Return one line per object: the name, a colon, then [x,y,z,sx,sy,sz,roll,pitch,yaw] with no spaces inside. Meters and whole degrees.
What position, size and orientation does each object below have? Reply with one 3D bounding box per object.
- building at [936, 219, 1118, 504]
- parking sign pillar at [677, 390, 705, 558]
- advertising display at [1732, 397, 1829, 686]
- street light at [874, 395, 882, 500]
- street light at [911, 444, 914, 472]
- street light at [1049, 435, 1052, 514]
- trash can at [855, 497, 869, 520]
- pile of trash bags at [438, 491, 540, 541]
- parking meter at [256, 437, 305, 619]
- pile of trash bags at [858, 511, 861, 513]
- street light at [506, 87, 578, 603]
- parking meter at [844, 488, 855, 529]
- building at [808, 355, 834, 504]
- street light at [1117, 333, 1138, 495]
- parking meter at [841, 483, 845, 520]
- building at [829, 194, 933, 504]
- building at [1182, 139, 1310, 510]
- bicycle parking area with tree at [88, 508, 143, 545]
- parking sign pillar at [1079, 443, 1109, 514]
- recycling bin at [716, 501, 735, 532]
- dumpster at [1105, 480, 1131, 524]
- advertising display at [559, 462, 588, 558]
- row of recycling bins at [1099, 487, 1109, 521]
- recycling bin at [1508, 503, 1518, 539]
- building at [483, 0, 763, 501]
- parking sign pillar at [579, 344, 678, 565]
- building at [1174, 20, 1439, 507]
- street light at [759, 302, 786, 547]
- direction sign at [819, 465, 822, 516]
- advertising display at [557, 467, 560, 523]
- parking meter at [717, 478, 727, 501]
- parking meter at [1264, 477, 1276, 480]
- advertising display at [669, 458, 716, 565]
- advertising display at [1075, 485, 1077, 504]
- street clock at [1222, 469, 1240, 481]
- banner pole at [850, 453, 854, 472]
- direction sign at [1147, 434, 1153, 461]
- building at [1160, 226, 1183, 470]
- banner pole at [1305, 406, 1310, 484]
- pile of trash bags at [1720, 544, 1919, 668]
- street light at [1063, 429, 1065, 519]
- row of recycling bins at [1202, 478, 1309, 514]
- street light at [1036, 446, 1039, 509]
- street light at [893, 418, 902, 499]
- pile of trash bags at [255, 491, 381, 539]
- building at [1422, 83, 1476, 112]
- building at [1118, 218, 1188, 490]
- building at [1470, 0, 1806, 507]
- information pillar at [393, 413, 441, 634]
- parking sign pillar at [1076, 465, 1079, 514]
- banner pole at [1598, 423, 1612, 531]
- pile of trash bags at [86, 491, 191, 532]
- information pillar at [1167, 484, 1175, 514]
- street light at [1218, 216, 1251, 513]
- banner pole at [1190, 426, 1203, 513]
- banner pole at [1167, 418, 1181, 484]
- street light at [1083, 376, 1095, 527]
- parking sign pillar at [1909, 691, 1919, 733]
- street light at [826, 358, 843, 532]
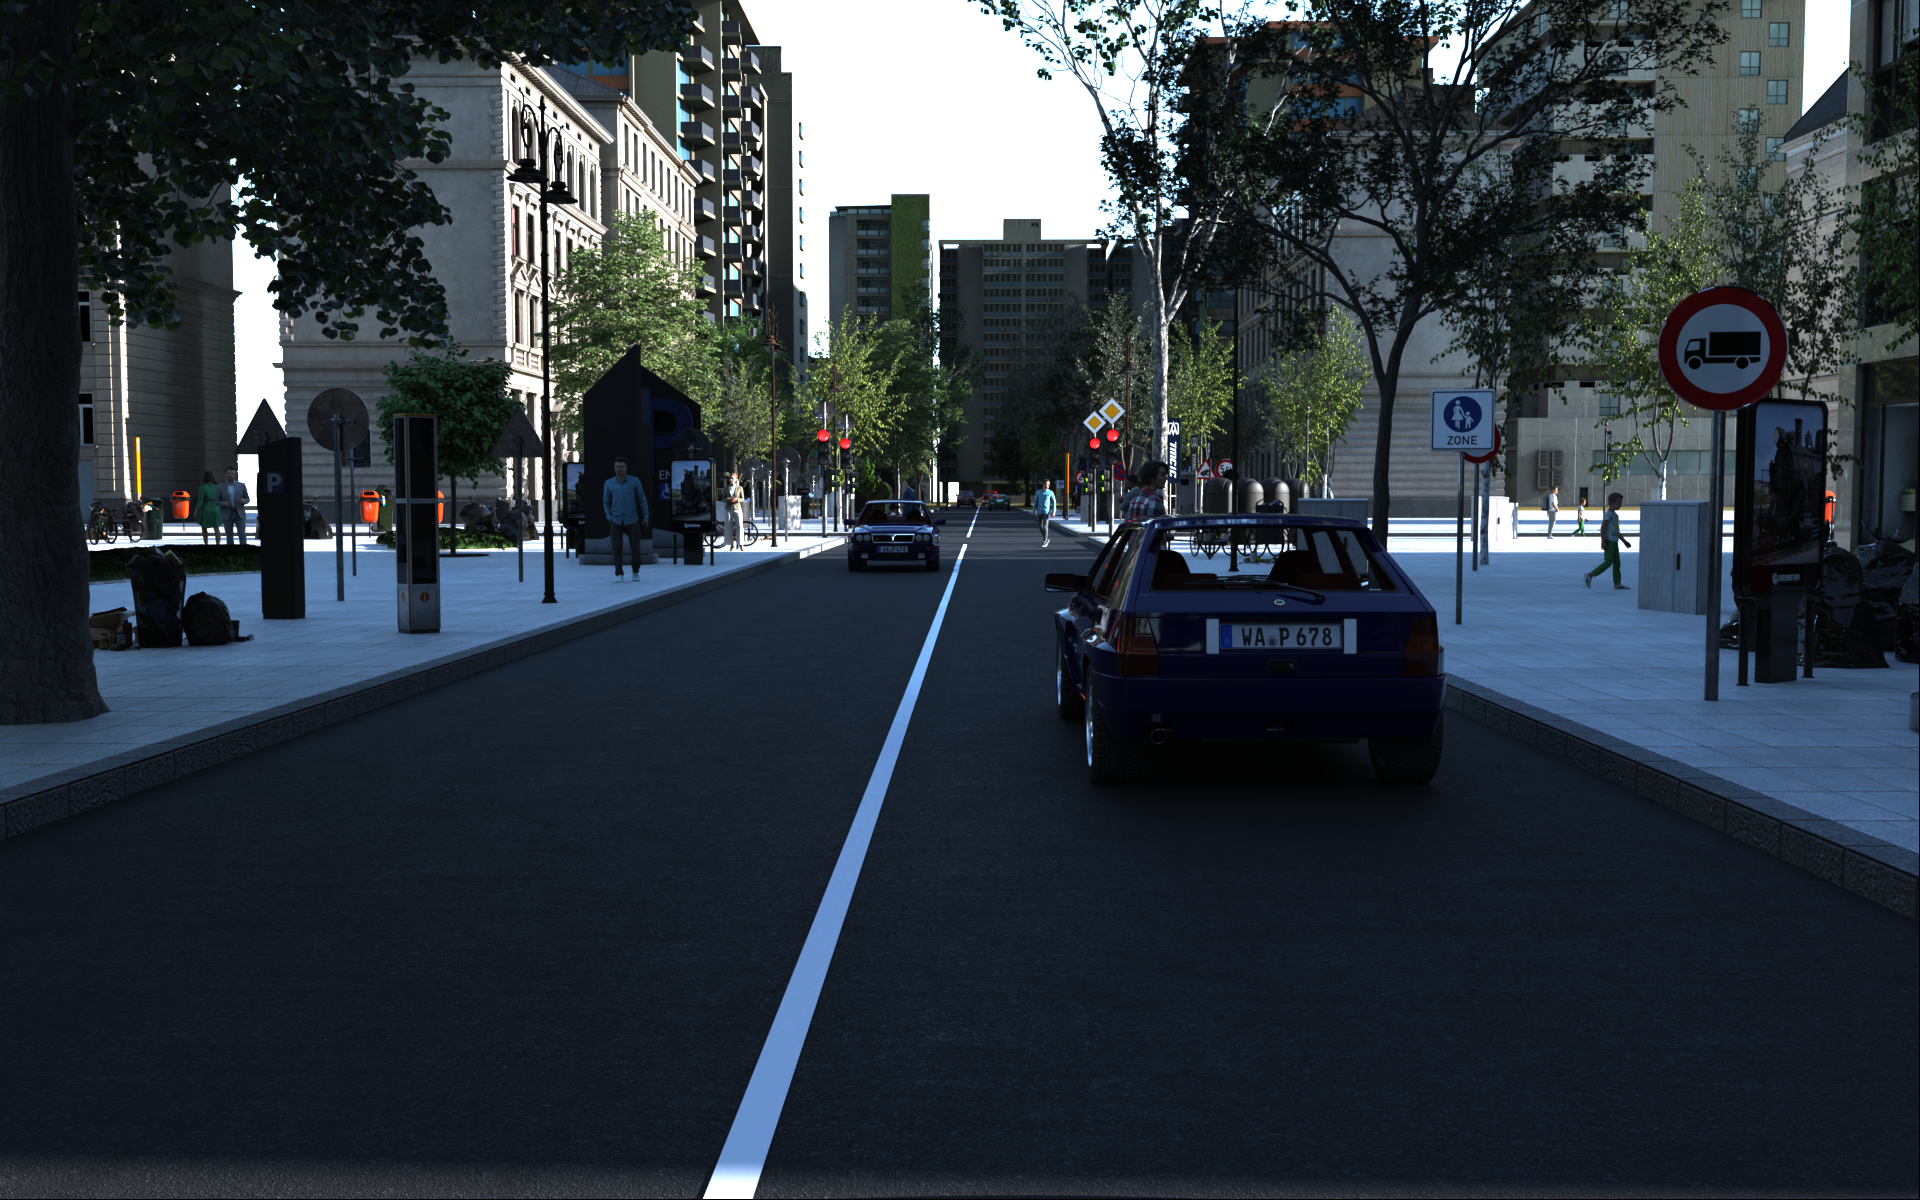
building: [8.778,-33.957,247.069,23.993,40.220,32.217,0,4,1]
parking sign pillar: [-5.936,-2.864,35.306,1.447,3.967,1.447,0,4,-3]
advertising display: [5.586,-0.403,11.802,0.974,1.923,0.123,-3,4,-36]
street light: [-3.896,-6.613,80.908,0.468,5.910,1.993,0,4,1]
street light: [-3.440,-9.255,124.102,0.468,5.910,1.993,0,4,1]
street light: [5.779,-8.489,111.584,0.468,5.910,1.993,0,4,1]
trash can: [-4.469,-4.031,77.558,0.748,1.137,0.748,0,3,0]
pile of trash bags: [-13.334,-2.336,47.938,3.447,1.369,1.912,1,4,14]
parking meter: [-6.986,-0.740,17.812,0.399,1.863,0.255,1,4,9]
pile of trash bags: [-7.298,-6.632,118.178,1.912,1.369,3.447,0,4,7]
street light: [-4.844,-2.904,20.262,0.468,5.910,1.993,0,4,1]
parking meter: [-4.099,-3.420,64.322,0.372,1.533,0.369,0,3,0]
building: [-32.131,-24.557,246.553,28.899,21.520,27.650,0,4,1]
street light: [4.823,-4.724,50.032,0.468,5.910,1.993,0,4,1]
parking meter: [-5.802,-4.945,86.564,0.399,1.863,0.255,-1,4,-18]
building: [-10.745,-33.912,238.060,14.086,41.232,14.154,0,4,1]
building: [26.709,-22.791,144.339,14.160,30.474,14.107,0,4,1]
bicycle parking area with tree: [-25.417,-3.387,42.376,8.231,4.147,9.016,1,4,15]
parking sign pillar: [7.262,-6.338,92.103,1.447,3.967,1.447,0,4,-4]
recycling bin: [-8.007,-2.863,59.360,0.722,1.027,0.722,0,4,5]
dumpster: [6.829,-4.141,73.460,1.264,1.857,1.865,0,4,1]
advertising display: [-7.589,-1.817,34.923,0.123,1.923,0.974,3,4,38]
row of recycling bins: [7.020,-4.733,84.496,1.069,1.692,3.534,0,4,4]
recycling bin: [15.539,-2.274,49.731,0.722,1.027,0.722,3,5,40]
building: [-28.954,-30.208,148.533,22.147,44.769,28.867,0,4,1]
parking sign pillar: [-6.274,-2.646,31.736,1.447,3.967,1.447,2,4,32]
building: [32.220,-31.264,165.792,22.147,44.769,28.867,0,4,1]
street light: [-4.508,-4.223,41.836,0.468,5.910,1.993,0,4,1]
direction sign: [-8.248,-6.767,102.634,0.379,3.537,0.876,-1,4,-11]
advertising display: [-9.015,-2.149,40.350,0.974,1.923,0.123,3,5,39]
parking meter: [-8.526,-3.452,62.147,0.255,1.863,0.399,1,4,11]
parking meter: [10.391,-3.203,58.088,0.399,1.863,0.255,-3,5,-39]
advertising display: [-4.834,-1.598,31.342,0.974,1.923,0.123,2,4,30]
advertising display: [8.609,-7.154,122.182,0.974,1.923,0.123,0,4,3]
street clock: [7.821,-2.783,50.073,0.471,2.002,0.358,0,4,-2]
banner pole: [-6.070,-6.301,93.033,0.863,3.779,0.401,1,4,9]
direction sign: [7.485,-4.481,65.260,0.876,3.537,0.379,-1,4,-11]
building: [28.018,-25.451,187.824,14.160,30.474,14.107,0,4,1]
banner pole: [9.831,-3.614,49.099,0.401,3.779,0.863,1,4,10]
pile of trash bags: [7.070,-0.201,13.034,1.912,1.369,3.447,0,4,7]
street light: [5.398,-7.132,89.390,0.468,5.910,1.993,0,4,1]
row of recycling bins: [7.627,-2.272,44.268,3.534,1.692,1.069,-3,4,-37]
street light: [5.995,-9.803,133.070,0.468,5.910,1.993,0,4,1]
street light: [-3.703,-7.927,102.394,0.468,5.910,1.993,0,4,1]
pile of trash bags: [-18.442,-2.445,49.725,3.447,1.369,1.912,-1,4,-18]
building: [45.984,-32.812,186.589,14.200,45.320,14.600,0,4,1]
building: [32.928,-33.923,246.514,23.993,40.220,32.217,0,4,1]
building: [67.908,-36.134,180.022,27.495,52.752,28.713,0,4,1]
information pillar: [-5.013,-0.703,15.993,0.304,2.012,0.304,-3,5,-39]
parking sign pillar: [8.341,-7.655,113.639,1.447,3.967,1.447,2,4,34]
banner pole: [22.652,-4.319,60.636,0.401,3.779,0.863,0,4,4]
pile of trash bags: [-28.048,-3.019,59.112,3.447,1.369,1.912,0,4,-6]
information pillar: [7.132,-3.327,58.882,0.304,2.012,0.304,-3,5,-42]
street light: [4.541,-3.410,28.547,0.468,5.910,1.993,0,4,1]
banner pole: [8.735,-4.520,63.917,0.401,3.779,0.863,-2,4,-28]
banner pole: [6.015,-3.670,50.022,0.863,3.779,0.401,-1,4,-21]
street light: [5.100,-5.817,67.891,0.468,5.910,1.993,0,4,1]
parking sign pillar: [5.850,-1.259,9.055,1.447,3.967,1.447,-2,4,-30]
street light: [-4.245,-5.269,58.937,0.468,5.910,1.993,0,4,1]
